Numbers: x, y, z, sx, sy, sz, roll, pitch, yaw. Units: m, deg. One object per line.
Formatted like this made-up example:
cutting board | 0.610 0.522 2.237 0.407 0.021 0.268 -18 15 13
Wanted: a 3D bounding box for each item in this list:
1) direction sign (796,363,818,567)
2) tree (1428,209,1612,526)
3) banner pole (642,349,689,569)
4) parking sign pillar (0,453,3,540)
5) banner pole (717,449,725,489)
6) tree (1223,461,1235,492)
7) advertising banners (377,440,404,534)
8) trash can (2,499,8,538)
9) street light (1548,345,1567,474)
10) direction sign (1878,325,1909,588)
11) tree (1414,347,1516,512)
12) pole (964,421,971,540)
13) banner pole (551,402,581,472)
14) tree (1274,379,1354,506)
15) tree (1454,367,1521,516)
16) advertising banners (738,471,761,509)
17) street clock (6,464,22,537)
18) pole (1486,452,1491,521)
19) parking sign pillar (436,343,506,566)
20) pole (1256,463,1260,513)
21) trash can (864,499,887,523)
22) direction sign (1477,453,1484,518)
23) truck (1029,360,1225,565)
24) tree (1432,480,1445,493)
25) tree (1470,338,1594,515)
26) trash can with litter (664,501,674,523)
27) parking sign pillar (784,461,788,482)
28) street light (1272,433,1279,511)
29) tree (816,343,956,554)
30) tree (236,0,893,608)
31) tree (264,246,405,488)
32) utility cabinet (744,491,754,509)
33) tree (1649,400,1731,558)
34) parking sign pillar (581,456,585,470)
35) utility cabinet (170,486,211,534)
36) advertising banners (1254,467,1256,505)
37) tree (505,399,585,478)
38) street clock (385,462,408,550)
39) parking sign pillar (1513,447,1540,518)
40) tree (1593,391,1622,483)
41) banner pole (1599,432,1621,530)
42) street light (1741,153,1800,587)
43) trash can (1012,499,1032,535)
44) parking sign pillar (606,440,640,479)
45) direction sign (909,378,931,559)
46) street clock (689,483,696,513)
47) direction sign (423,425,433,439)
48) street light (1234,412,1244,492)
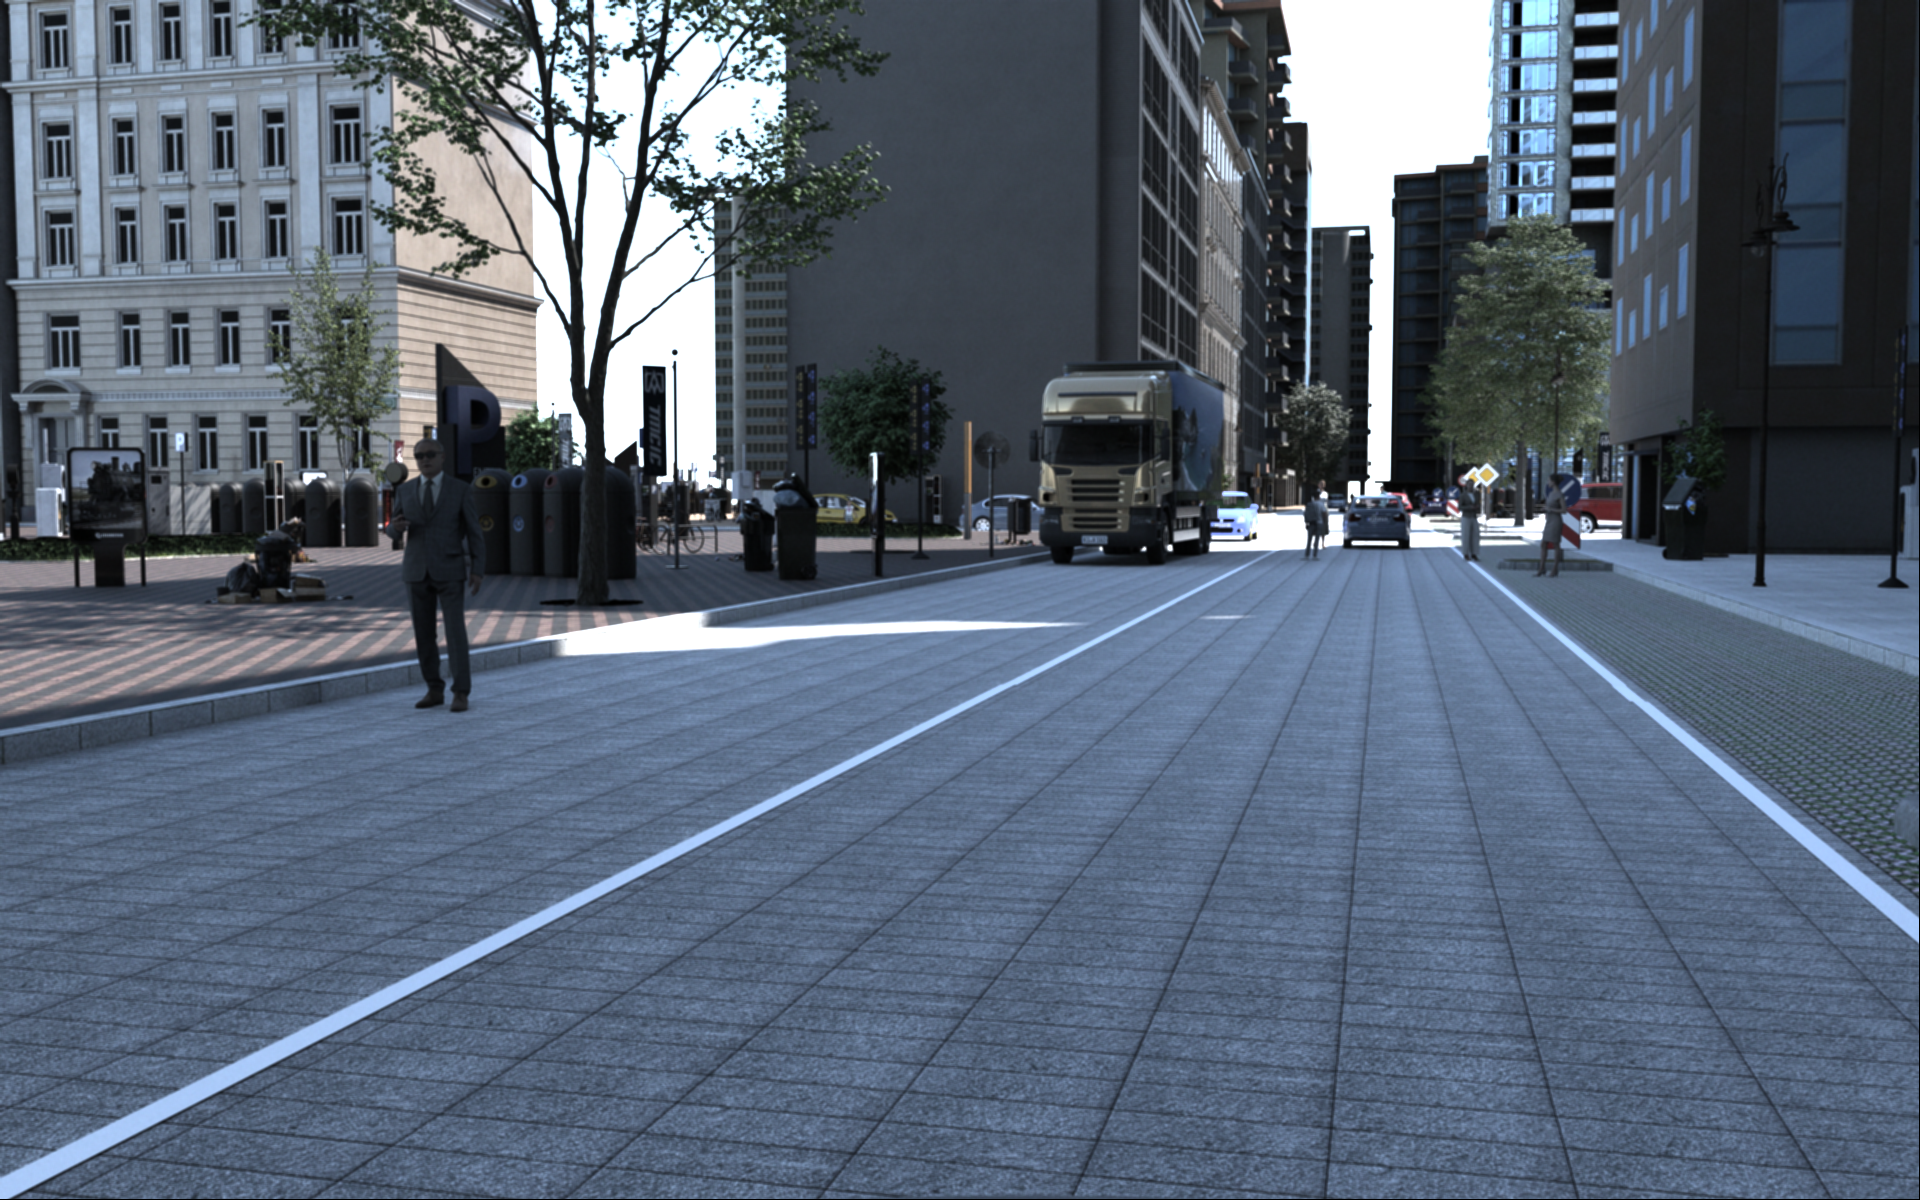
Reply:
direction sign | -2.700 -2.352 30.451 0.379 3.537 0.876 -2 4 -28
tree | 22.901 -9.246 69.295 7.486 12.596 7.792 0 3 0
banner pole | -5.090 -2.431 29.757 0.863 3.779 0.401 -3 4 -37
parking sign pillar | -20.383 -2.903 35.944 1.447 3.967 1.447 -1 4 -8
banner pole | -13.254 -6.481 95.977 0.401 3.779 0.863 2 4 25
tree | 13.038 -5.665 87.228 1.663 3.219 1.824 0 3 0
advertising banners | -18.475 -3.644 55.774 0.090 3.025 2.074 1 4 16
trash can | -27.121 -2.258 48.578 0.748 1.137 0.748 0 3 0
street light | 18.615 -4.970 54.053 0.468 5.910 1.993 1 4 14
direction sign | 12.820 -1.938 23.689 0.379 3.537 0.876 1 4 20
tree | 36.038 -12.030 122.446 9.928 11.665 9.643 0 3 0
pole | 0.219 -3.357 48.738 0.158 3.312 0.155 0 3 0
banner pole | -10.803 -3.479 46.896 0.863 3.779 0.401 2 4 24
tree | 38.912 -17.509 192.921 9.857 13.997 8.962 0 3 0
tree | 30.138 -9.101 99.158 4.360 8.622 3.978 0 3 0
advertising banners | -15.996 -8.274 131.468 2.074 3.025 0.090 -3 4 -36
street clock | -23.098 -2.307 42.296 0.358 2.002 0.471 -1 4 -22
pole | 25.541 -5.499 83.751 0.158 3.312 0.155 0 3 0
parking sign pillar | -8.889 -2.635 31.554 1.447 3.967 1.447 2 4 29
pole | 19.737 -7.397 114.785 0.158 3.312 0.155 0 3 0
trash can | -2.607 -2.545 53.257 0.748 1.137 0.748 0 3 0
direction sign | 28.186 -6.235 93.941 0.379 3.537 0.876 0 4 -5
truck | 3.990 -3.050 38.779 2.839 4.237 11.283 1 4 16
tree | 58.041 -13.192 210.289 1.663 3.219 1.824 0 3 0
tree | 25.440 -7.855 78.797 4.737 8.622 4.395 0 3 0
trash can with litter | -12.663 -3.993 76.670 1.055 1.170 0.624 2 4 31
parking sign pillar | -9.314 -6.688 97.824 1.447 3.967 1.447 -3 5 -44
street light | 23.279 -9.484 127.851 0.468 5.910 1.993 1 4 14
tree | -1.650 -3.319 37.982 4.285 4.588 4.351 0 3 0
tree | -4.213 -5.742 19.637 9.928 11.665 9.643 0 3 0
tree | -18.251 -6.166 51.184 4.737 8.622 4.395 0 3 0
utility cabinet | -16.670 -7.848 136.993 1.173 1.500 0.318 1 4 23
tree | 15.289 -2.499 35.467 1.663 3.219 1.824 0 3 0
parking sign pillar | -26.033 -8.042 119.953 1.447 3.967 1.447 -3 4 -36
utility cabinet | -22.503 -2.559 50.516 0.318 1.500 1.173 3 5 43
advertising banners | 17.285 -6.444 101.551 0.090 3.025 2.074 1 4 11
tree | -14.628 -4.670 60.070 4.285 4.588 4.351 0 3 0
street clock | -12.867 -2.143 39.606 0.471 2.002 0.358 1 4 19
parking sign pillar | 29.939 -6.301 91.500 1.447 3.967 1.447 1 4 17
tree | 42.264 -10.077 115.117 4.737 8.622 4.395 0 3 0
banner pole | 23.126 -4.381 61.642 0.863 3.779 0.401 0 4 -3
street light | 11.120 -3.127 23.909 0.468 5.910 1.993 1 4 14
trash can | 1.942 -2.639 54.803 0.748 1.137 0.748 0 3 0
parking sign pillar | -16.575 -5.984 86.315 1.447 3.967 1.447 1 4 20
direction sign | -0.789 -2.582 34.220 0.379 3.537 0.876 -2 4 -28
street clock | -16.808 -6.381 108.901 0.358 2.002 0.471 -2 4 -33
direction sign | -17.322 -3.995 57.323 0.379 3.537 0.876 3 5 44
street light | 15.676 -7.632 97.577 0.468 5.910 1.993 1 4 14
